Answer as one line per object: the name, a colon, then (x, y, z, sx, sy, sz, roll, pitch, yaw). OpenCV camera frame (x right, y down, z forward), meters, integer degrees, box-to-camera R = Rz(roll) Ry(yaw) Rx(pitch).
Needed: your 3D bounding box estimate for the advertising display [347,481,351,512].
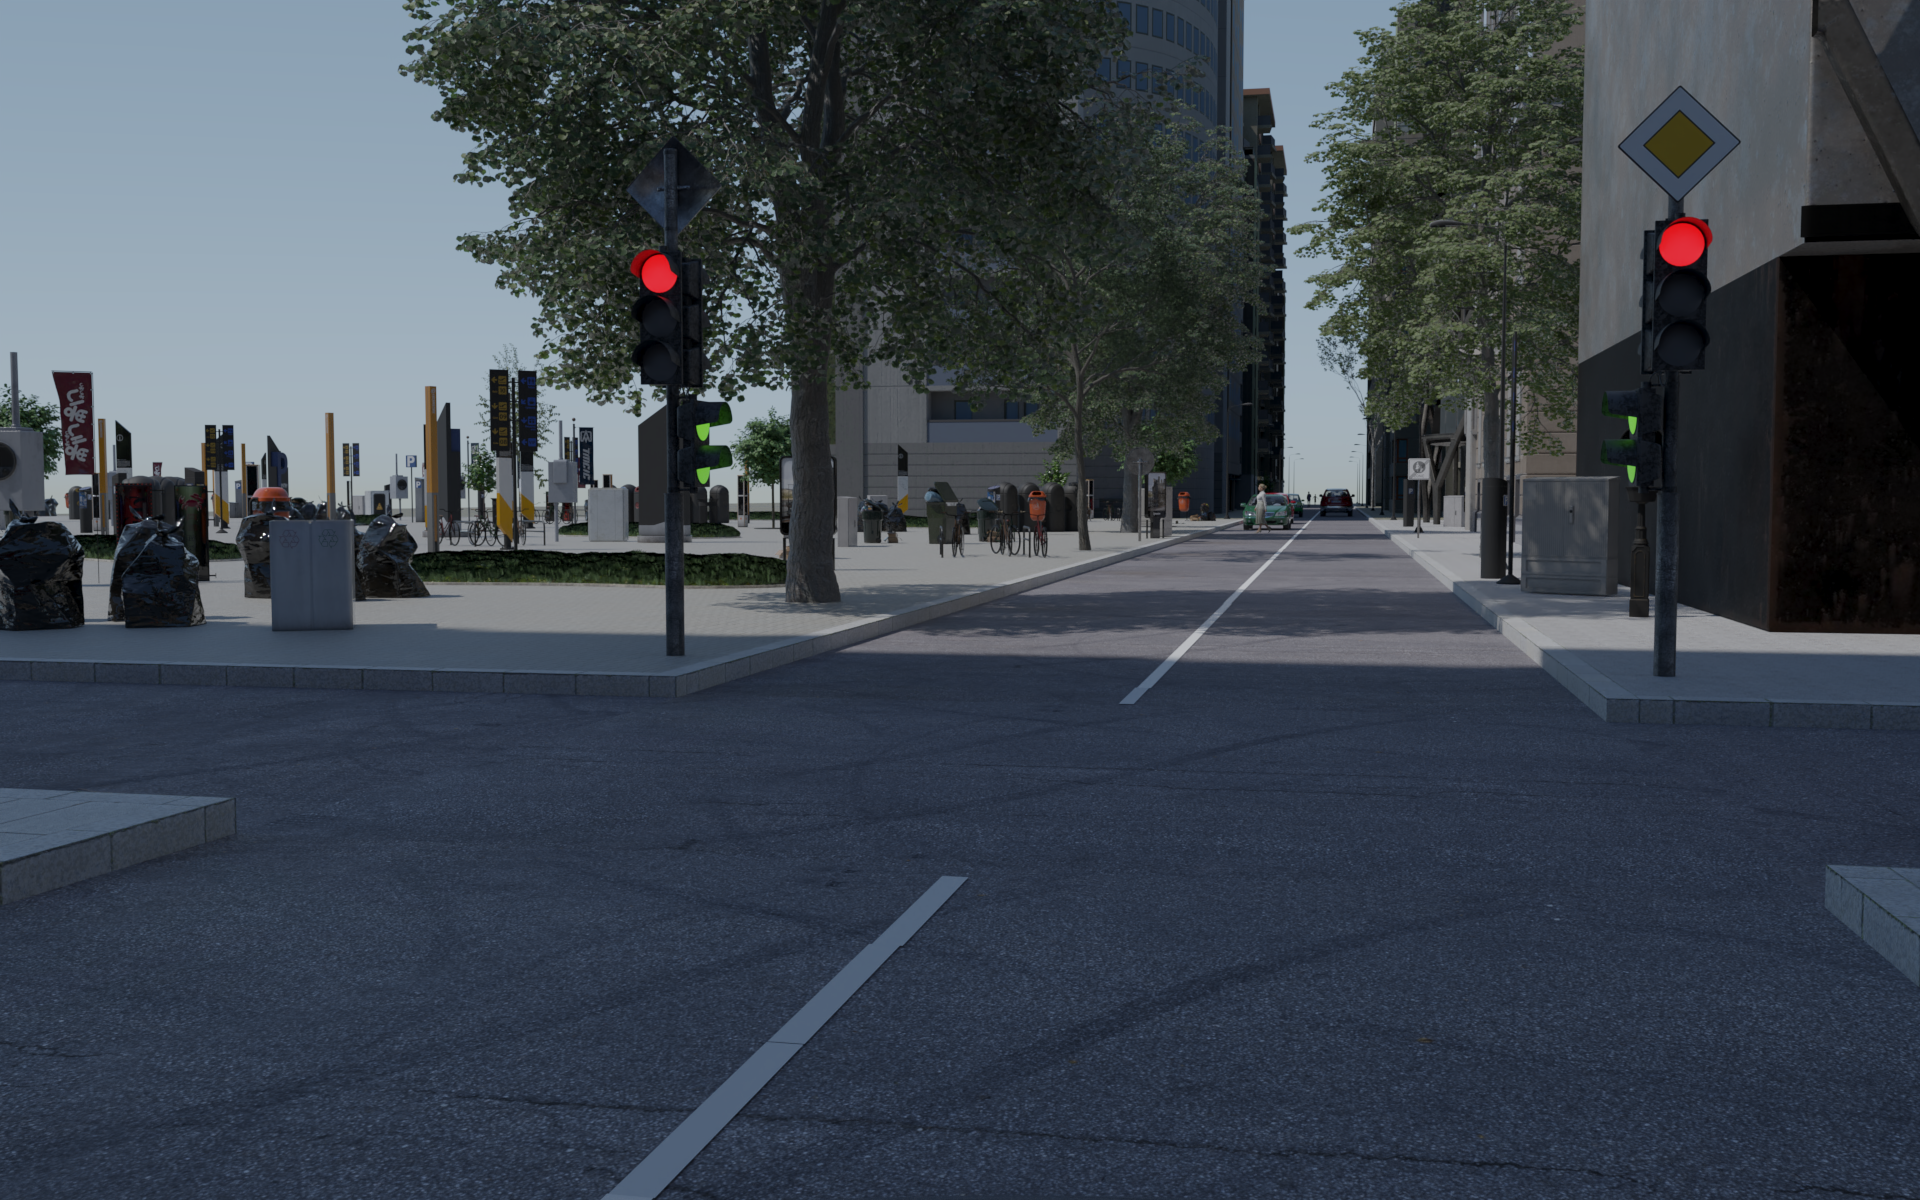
advertising display: (-29.540, -4.806, 83.786, 0.123, 1.923, 0.974, -1, 4, -13)

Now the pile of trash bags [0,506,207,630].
pile of trash bags: (-9.218, -0.443, 16.998, 3.447, 1.369, 1.912, -1, 4, -16)

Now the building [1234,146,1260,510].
building: (19.007, -23.336, 153.242, 14.160, 30.474, 14.107, 1, 4, 12)

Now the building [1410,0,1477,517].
building: (37.369, -27.135, 98.275, 22.147, 44.769, 28.867, 1, 4, 12)

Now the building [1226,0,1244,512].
building: (12.899, -29.006, 124.359, 14.600, 45.320, 14.200, 1, 4, 12)

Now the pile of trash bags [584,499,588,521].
pile of trash bags: (-17.312, -4.557, 84.259, 1.912, 1.369, 3.447, -1, 4, -10)

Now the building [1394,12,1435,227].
building: (44.400, -28.479, 149.232, 14.154, 41.232, 14.086, 1, 4, 12)

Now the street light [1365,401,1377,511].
street light: (20.779, -6.880, 85.027, 1.470, 5.913, 1.316, 1, 4, 12)

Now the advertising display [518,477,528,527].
advertising display: (-16.634, -3.742, 66.395, 0.123, 1.923, 0.974, -3, 5, -41)

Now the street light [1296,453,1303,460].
street light: (38.145, -13.784, 197.901, 1.470, 5.913, 1.316, 1, 4, 12)

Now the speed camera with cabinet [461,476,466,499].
speed camera with cabinet: (-24.600, -5.429, 83.104, 0.660, 3.252, 2.038, 1, 4, 23)

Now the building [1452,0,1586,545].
building: (22.180, -16.188, 50.584, 13.634, 28.700, 20.117, 1, 4, 12)

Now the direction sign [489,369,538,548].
direction sign: (-8.143, -2.426, 31.666, 0.876, 3.537, 0.379, -2, 4, -33)

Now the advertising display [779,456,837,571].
advertising display: (-2.548, -1.462, 29.113, 0.974, 1.923, 0.123, 1, 4, 11)

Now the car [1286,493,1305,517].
car: (20.468, -6.058, 107.851, 1.959, 1.807, 4.718, 1, 4, 11)

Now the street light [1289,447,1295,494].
street light: (31.939, -12.072, 169.919, 1.470, 5.913, 1.316, 1, 4, 12)

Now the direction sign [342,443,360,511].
direction sign: (-27.000, -5.191, 76.865, 0.876, 3.537, 0.379, 1, 4, 19)

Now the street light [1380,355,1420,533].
street light: (14.716, -5.195, 57.480, 1.470, 5.913, 1.316, 1, 4, 12)

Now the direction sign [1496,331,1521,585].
direction sign: (7.846, -1.994, 24.593, 0.379, 3.537, 0.876, 1, 4, 15)

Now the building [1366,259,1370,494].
building: (55.480, -26.524, 205.361, 14.160, 30.474, 14.107, 1, 4, 12)

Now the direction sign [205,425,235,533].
direction sign: (-24.173, -3.952, 56.616, 0.876, 3.537, 0.379, -1, 4, -14)

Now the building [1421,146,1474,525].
building: (28.489, -12.662, 74.474, 16.820, 18.784, 16.811, 1, 4, 12)

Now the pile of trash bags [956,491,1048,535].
pile of trash bags: (1.091, -2.765, 54.963, 3.447, 1.369, 1.912, 1, 4, 14)

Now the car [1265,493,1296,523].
car: (15.219, -4.583, 83.966, 2.155, 1.783, 4.494, 1, 4, 14)

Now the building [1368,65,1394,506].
building: (55.151, -34.391, 185.988, 21.300, 48.544, 21.600, 1, 4, 12)

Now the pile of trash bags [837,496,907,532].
pile of trash bags: (-3.616, -2.998, 58.768, 3.447, 1.369, 1.912, -1, 4, -23)

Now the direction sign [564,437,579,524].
direction sign: (-15.423, -4.697, 68.790, 0.379, 3.537, 0.876, 2, 4, 24)

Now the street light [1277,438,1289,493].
street light: (26.437, -10.520, 144.542, 1.470, 5.913, 1.316, 1, 4, 12)

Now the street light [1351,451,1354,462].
street light: (37.160, -11.488, 160.363, 1.470, 5.913, 1.316, 1, 4, 12)

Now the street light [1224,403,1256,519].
street light: (14.230, -7.095, 88.544, 1.470, 5.913, 1.316, 1, 4, 12)

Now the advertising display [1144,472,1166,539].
advertising display: (5.648, -2.744, 50.084, 0.123, 1.923, 0.974, 3, 5, 40)

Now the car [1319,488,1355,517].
car: (24.354, -6.316, 111.947, 2.281, 1.827, 5.304, 1, 4, 13)

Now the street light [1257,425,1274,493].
street light: (20.337, -8.791, 116.275, 1.470, 5.913, 1.316, 1, 4, 12)

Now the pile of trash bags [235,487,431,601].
pile of trash bags: (-8.247, -0.752, 22.042, 1.912, 1.369, 3.447, -3, 5, -43)

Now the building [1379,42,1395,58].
building: (64.516, -41.722, 224.158, 21.231, 58.520, 28.212, 1, 4, 12)

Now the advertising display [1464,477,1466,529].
advertising display: (19.024, -3.591, 63.919, 0.123, 1.923, 0.974, -2, 4, -35)

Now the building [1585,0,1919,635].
building: (16.755, -9.253, 18.745, 16.811, 18.784, 16.820, 1, 4, 12)

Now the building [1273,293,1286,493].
building: (36.828, -28.365, 235.462, 14.160, 30.474, 14.107, 1, 4, 12)

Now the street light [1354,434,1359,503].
street light: (31.143, -9.800, 132.765, 1.470, 5.913, 1.316, 1, 4, 12)

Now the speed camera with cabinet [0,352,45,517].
speed camera with cabinet: (-13.866, -1.817, 24.051, 2.038, 3.252, 0.660, 0, 4, 3)

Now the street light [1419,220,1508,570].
street light: (8.651, -3.478, 29.413, 1.470, 5.913, 1.316, 1, 4, 12)

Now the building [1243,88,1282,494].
building: (22.296, -32.499, 185.978, 22.147, 44.769, 28.867, 1, 4, 12)

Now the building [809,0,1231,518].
building: (4.651, -34.324, 103.194, 21.231, 58.520, 28.212, 1, 4, 12)

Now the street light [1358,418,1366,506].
street light: (25.138, -8.118, 105.277, 1.470, 5.913, 1.316, 1, 4, 12)

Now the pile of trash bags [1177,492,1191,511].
pile of trash bags: (9.849, -4.612, 85.156, 3.447, 1.369, 1.912, 3, 5, 41)

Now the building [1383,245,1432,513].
building: (45.823, -17.280, 127.572, 27.650, 21.520, 28.899, 1, 4, 12)

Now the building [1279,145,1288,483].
building: (29.020, -34.260, 214.771, 22.147, 44.769, 28.867, 1, 4, 12)

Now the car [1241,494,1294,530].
car: (12.507, -3.583, 70.381, 2.131, 1.459, 4.920, 1, 4, 12)
